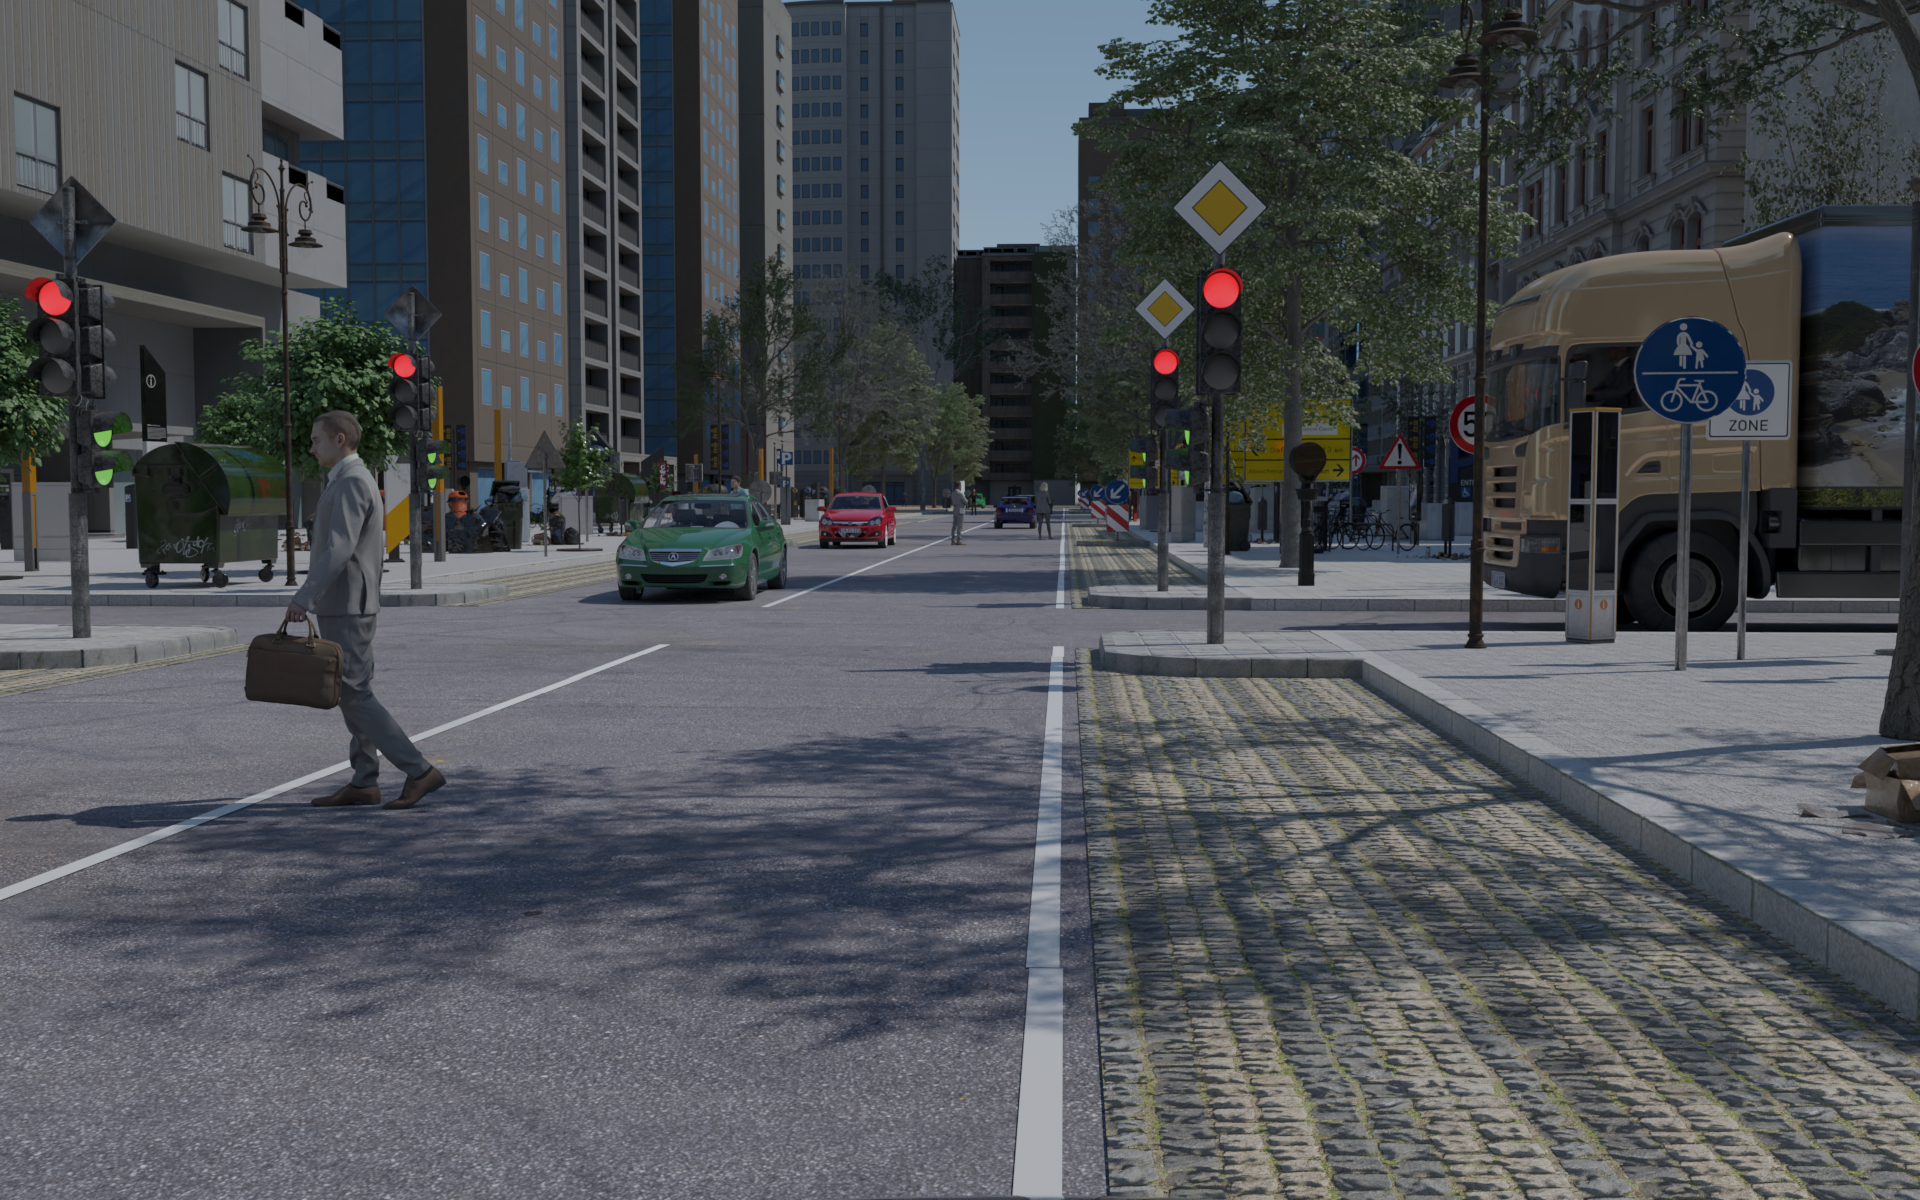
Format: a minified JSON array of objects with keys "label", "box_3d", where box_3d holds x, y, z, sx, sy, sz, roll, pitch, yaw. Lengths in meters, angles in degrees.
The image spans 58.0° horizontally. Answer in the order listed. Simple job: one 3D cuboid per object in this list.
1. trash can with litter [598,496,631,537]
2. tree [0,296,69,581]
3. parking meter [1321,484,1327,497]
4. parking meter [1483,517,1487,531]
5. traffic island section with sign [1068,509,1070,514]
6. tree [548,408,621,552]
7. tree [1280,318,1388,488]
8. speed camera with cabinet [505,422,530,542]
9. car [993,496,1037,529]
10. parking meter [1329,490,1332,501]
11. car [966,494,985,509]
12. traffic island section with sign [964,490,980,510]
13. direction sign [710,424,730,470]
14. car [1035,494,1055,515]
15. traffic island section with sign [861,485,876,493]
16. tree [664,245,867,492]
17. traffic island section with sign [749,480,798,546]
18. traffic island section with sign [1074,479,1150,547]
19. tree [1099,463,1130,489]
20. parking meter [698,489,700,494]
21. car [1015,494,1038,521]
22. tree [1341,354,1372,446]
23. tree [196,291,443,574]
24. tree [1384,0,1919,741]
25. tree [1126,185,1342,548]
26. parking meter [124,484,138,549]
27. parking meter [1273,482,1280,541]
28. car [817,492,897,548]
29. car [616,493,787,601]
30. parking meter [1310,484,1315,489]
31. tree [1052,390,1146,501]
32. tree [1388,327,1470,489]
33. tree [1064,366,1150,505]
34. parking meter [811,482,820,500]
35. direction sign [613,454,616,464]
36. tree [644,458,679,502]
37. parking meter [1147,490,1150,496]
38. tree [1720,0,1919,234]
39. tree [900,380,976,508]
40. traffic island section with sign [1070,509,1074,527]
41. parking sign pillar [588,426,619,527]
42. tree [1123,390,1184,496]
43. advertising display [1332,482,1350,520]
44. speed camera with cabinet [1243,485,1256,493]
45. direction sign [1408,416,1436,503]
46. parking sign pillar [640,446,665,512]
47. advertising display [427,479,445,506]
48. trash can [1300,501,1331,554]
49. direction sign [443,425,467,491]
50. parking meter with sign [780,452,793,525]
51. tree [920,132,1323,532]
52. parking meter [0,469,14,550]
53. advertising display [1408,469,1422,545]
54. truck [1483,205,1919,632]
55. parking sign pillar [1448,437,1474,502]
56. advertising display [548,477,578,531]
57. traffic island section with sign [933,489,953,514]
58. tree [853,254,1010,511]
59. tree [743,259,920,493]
[{"label":"trash can with litter","box_3d":[-10.300,-2.567,53.026,1.678,1.210,2.233,-2,4,-26]},{"label":"tree","box_3d":[-14.903,-2.582,25.936,4.285,4.588,4.351,0,3,0]},{"label":"parking meter","box_3d":[20.478,-5.598,97.233,0.399,1.863,0.255,2,4,25]},{"label":"parking meter","box_3d":[12.359,-2.133,40.581,0.255,1.863,0.399,-2,4,-30]},{"label":"traffic island section with sign","box_3d":[8.833,-7.081,124.402,1.989,1.847,2.006,0,4,3]},{"label":"tree","box_3d":[-8.516,-2.703,38.790,1.663,3.219,1.824,0,3,0]},{"label":"tree","box_3d":[14.759,-7.397,71.297,4.360,8.622,3.978,0,3,0]},{"label":"speed camera with cabinet","box_3d":[-11.962,-3.211,46.831,0.660,3.252,2.038,-1,4,-15]},{"label":"car","box_3d":[2.350,-3.677,72.704,1.945,1.354,3.894,0,4,4]},{"label":"parking meter","box_3d":[20.818,-5.402,96.739,0.372,1.533,0.369,0,3,0]},{"label":"car","box_3d":[1.513,-9.782,168.734,1.959,1.807,4.718,0,4,3]},{"label":"traffic island section with sign","box_3d":[0.729,-8.775,152.096,1.989,1.847,2.006,0,4,3]},{"label":"direction sign","box_3d":[-7.807,-3.937,56.371,0.876,3.537,0.379,3,5,40]},{"label":"car","box_3d":[5.672,-6.859,121.934,2.009,1.686,4.222,0,4,3]},{"label":"traffic island section with sign","box_3d":[-3.933,-4.059,74.985,1.989,1.847,2.006,0,4,3]},{"label":"tree","box_3d":[-7.667,-7.984,64.958,7.601,10.594,8.767,2,4,25]},{"label":"traffic island section with sign","box_3d":[-5.562,-2.407,47.987,1.989,1.847,2.006,0,4,3]},{"label":"traffic island section with sign","box_3d":[4.216,-2.397,47.816,1.989,1.847,2.006,0,4,3]},{"label":"tree","box_3d":[13.716,-10.167,149.949,4.285,4.588,4.351,0,3,0]},{"label":"parking meter","box_3d":[-14.142,-5.182,93.141,0.372,1.533,0.369,0,3,0]},{"label":"car","box_3d":[3.599,-5.129,93.638,2.009,1.686,4.222,0,4,5]},{"label":"tree","box_3d":[18.829,-8.444,88.414,4.737,8.622,4.395,0,3,0]},{"label":"tree","box_3d":[-10.143,-2.715,28.111,4.285,4.588,4.351,0,3,0]},{"label":"tree","box_3d":[4.929,-4.528,8.451,8.767,10.594,7.601,0,4,8]},{"label":"tree","box_3d":[6.156,-5.560,41.276,4.737,8.622,4.395,0,3,0]},{"label":"parking meter","box_3d":[-19.362,-1.968,40.593,0.372,1.533,0.369,0,3,0]},{"label":"parking meter","box_3d":[8.652,-2.514,46.809,0.255,1.863,0.399,-1,4,-9]},{"label":"car","box_3d":[-2.759,-2.326,47.065,2.155,1.783,4.494,0,4,3]},{"label":"car","box_3d":[-3.613,-0.798,24.840,2.131,1.459,4.920,0,4,3]},{"label":"parking meter","box_3d":[16.997,-4.786,83.959,0.399,1.863,0.255,2,4,28]},{"label":"tree","box_3d":[13.370,-15.261,166.531,9.611,12.733,9.660,0,3,0]},{"label":"tree","box_3d":[19.945,-7.666,75.695,4.360,8.622,3.978,0,3,0]},{"label":"tree","box_3d":[11.591,-12.540,130.778,9.928,11.665,9.643,0,3,0]},{"label":"parking meter","box_3d":[-7.069,-4.822,84.548,0.399,1.863,0.255,2,4,32]},{"label":"direction sign","box_3d":[-19.682,-6.497,98.217,0.379,3.537,0.876,1,4,14]},{"label":"tree","box_3d":[-15.843,-5.939,91.711,1.663,3.219,1.824,0,3,0]},{"label":"parking meter","box_3d":[9.077,-4.779,83.854,0.255,1.863,0.399,0,4,5]},{"label":"tree","box_3d":[12.809,-4.554,24.826,4.360,8.622,3.978,0,3,0]},{"label":"tree","box_3d":[-2.414,-14.221,158.262,9.928,11.665,9.643,0,3,0]},{"label":"traffic island section with sign","box_3d":[5.848,-4.051,74.864,1.989,1.847,2.006,0,4,3]},{"label":"parking sign pillar","box_3d":[-14.282,-4.900,68.583,1.447,3.967,1.447,3,5,43]},{"label":"tree","box_3d":[10.847,-9.203,100.833,4.360,8.622,3.978,0,3,0]},{"label":"advertising display","box_3d":[18.633,-4.847,84.467,0.974,1.923,0.123,0,4,6]},{"label":"speed camera with cabinet","box_3d":[12.498,-4.952,75.305,0.660,3.252,2.038,1,4,23]},{"label":"direction sign","box_3d":[13.466,-3.583,50.584,0.876,3.537,0.379,-1,4,-14]},{"label":"parking sign pillar","box_3d":[-17.282,-6.653,97.241,1.447,3.967,1.447,-1,4,-22]},{"label":"advertising display","box_3d":[-19.038,-3.532,62.963,0.123,1.923,0.974,1,4,16]},{"label":"trash can","box_3d":[7.642,-1.577,37.445,0.748,1.137,0.748,0,3,0]},{"label":"direction sign","box_3d":[-16.558,-3.962,56.776,0.876,3.537,0.379,1,4,17]},{"label":"parking meter with sign","box_3d":[-7.261,-4.645,72.206,0.543,3.016,1.738,0,4,-8]},{"label":"tree","box_3d":[7.063,-9.045,58.263,12.009,13.543,11.850,0,3,0]},{"label":"parking meter","box_3d":[-21.952,-2.091,39.895,0.255,1.863,0.399,-1,4,-15]},{"label":"advertising display","box_3d":[11.498,-2.358,43.769,0.123,1.923,0.974,0,4,3]},{"label":"truck","box_3d":[10.628,-1.778,17.980,11.283,4.237,2.839,0,4,2]},{"label":"parking sign pillar","box_3d":[17.227,-4.291,58.634,1.447,3.967,1.447,3,5,45]},{"label":"advertising display","box_3d":[-13.690,-3.337,59.769,0.974,1.923,0.123,-1,4,-10]},{"label":"traffic island section with sign","box_3d":[-0.911,-7.118,124.999,1.989,1.847,2.006,0,4,3]},{"label":"tree","box_3d":[-1.647,-17.058,134.780,12.611,20.169,13.585,0,3,0]},{"label":"tree","box_3d":[-6.227,-11.055,91.112,12.009,13.543,11.850,0,3,0]}]
